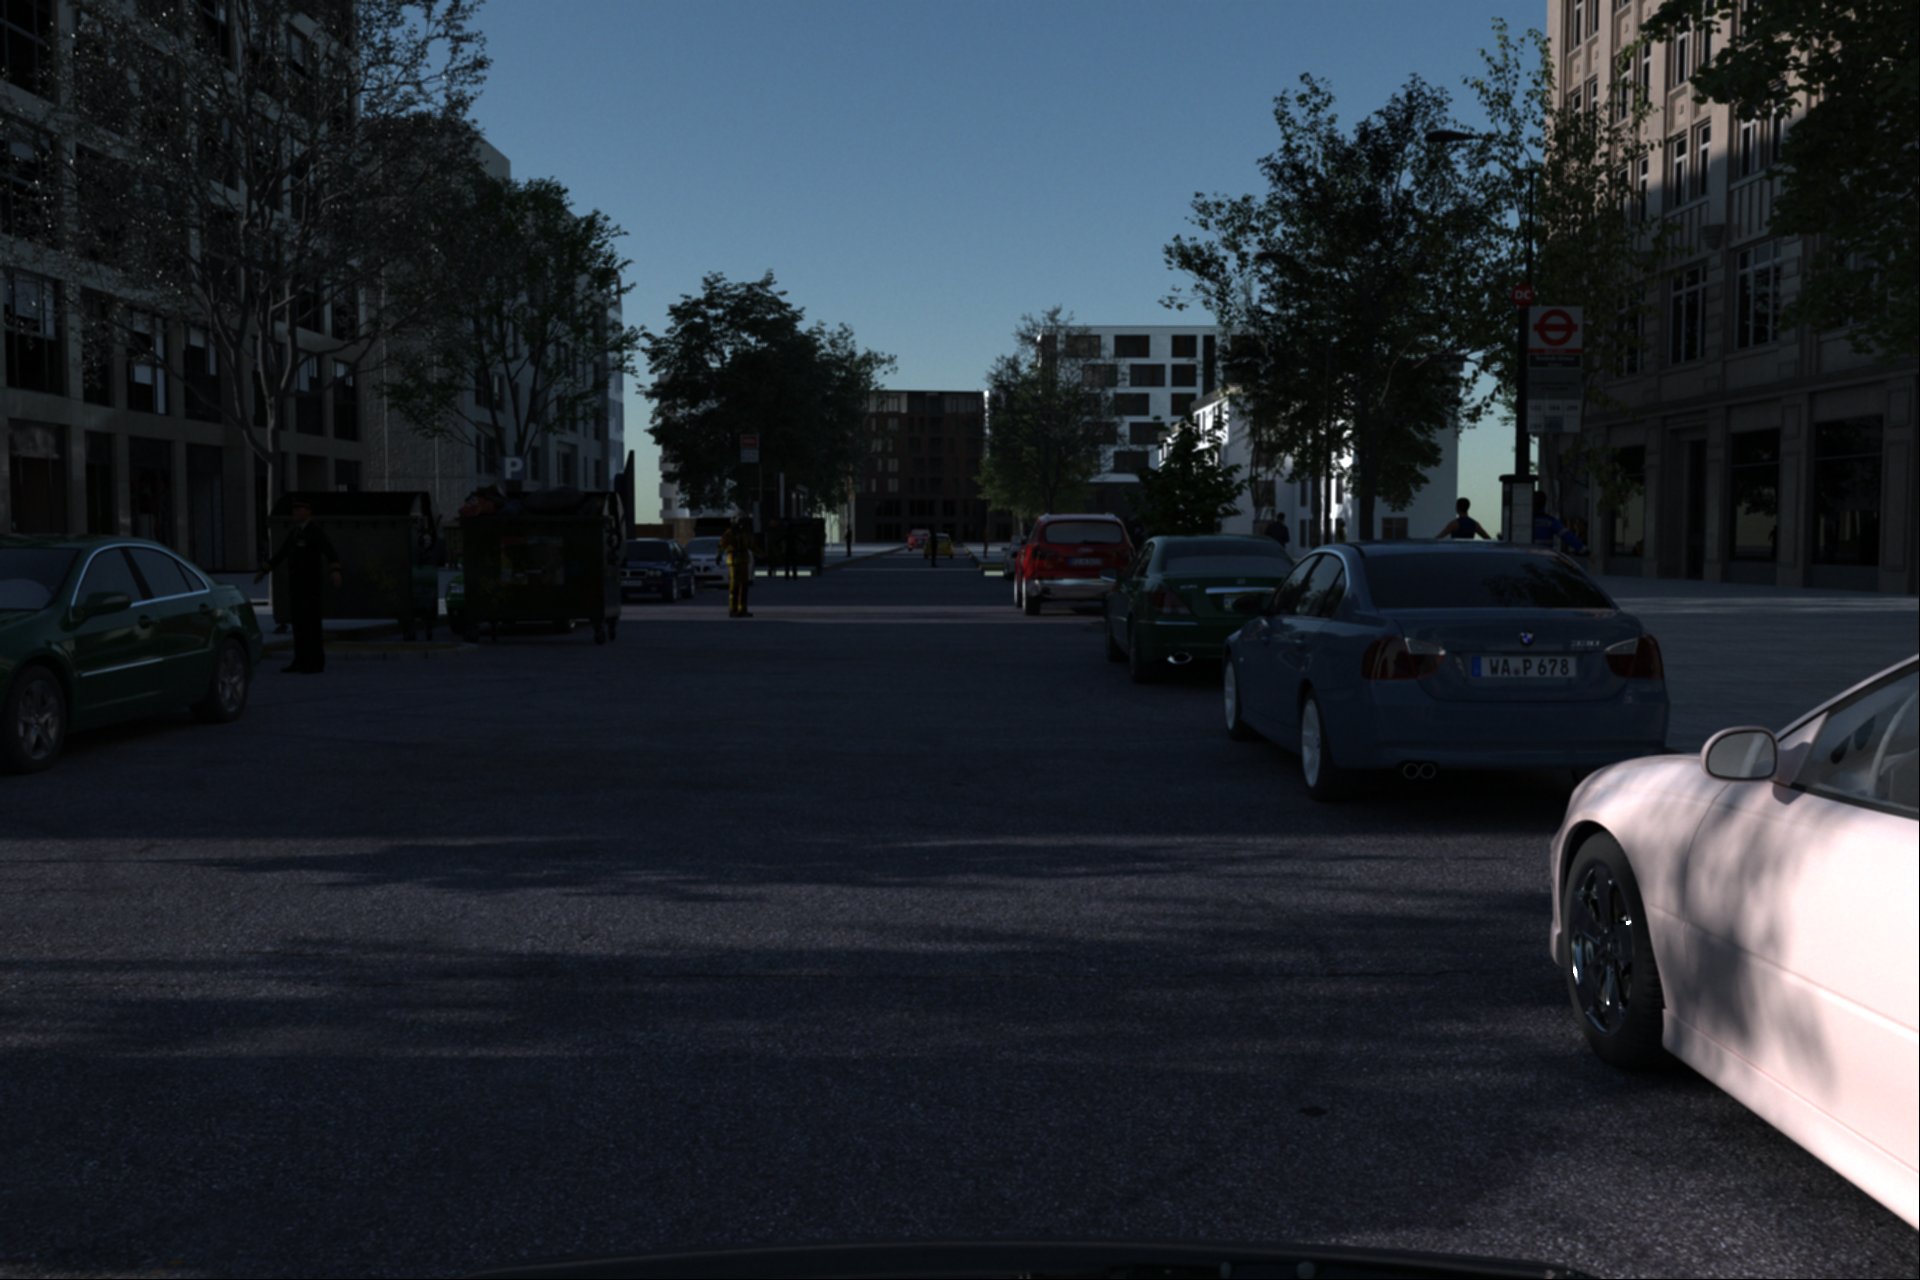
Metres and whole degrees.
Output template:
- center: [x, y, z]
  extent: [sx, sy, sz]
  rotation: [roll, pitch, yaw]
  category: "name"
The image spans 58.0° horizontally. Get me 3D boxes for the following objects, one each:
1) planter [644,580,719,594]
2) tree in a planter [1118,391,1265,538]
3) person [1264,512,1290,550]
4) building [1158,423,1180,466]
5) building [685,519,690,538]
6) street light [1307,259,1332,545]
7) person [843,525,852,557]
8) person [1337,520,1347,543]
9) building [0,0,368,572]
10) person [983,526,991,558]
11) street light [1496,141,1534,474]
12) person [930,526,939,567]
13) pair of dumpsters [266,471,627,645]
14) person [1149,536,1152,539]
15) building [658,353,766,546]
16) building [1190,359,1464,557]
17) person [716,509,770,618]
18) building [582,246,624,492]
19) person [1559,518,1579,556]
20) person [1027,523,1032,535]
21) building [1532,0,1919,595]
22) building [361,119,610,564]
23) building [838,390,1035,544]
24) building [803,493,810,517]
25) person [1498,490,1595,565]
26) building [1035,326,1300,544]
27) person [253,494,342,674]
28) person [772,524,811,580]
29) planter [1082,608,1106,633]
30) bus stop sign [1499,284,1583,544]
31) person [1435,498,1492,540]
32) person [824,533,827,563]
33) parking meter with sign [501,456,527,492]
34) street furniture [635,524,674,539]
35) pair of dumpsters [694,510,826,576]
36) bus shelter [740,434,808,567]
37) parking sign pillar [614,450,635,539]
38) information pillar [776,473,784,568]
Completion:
- center: [-6.967, -1.298, 42.361]
  extent: [1.991, 0.319, 1.994]
  rotation: [0, 3, 0]
  category: "planter"
- center: [2.863, -1.500, 21.741]
  extent: [1.991, 3.239, 1.994]
  rotation: [0, 4, 0]
  category: "tree in a planter"
- center: [7.132, -1.998, 39.152]
  extent: [0.683, 1.767, 0.568]
  rotation: [1, 4, 22]
  category: "person"
- center: [21.028, -11.493, 130.057]
  extent: [9.099, 9.664, 28.070]
  rotation: [0, 4, 0]
  category: "building"
- center: [-27.252, -20.896, 198.072]
  extent: [16.016, 20.090, 11.380]
  rotation: [0, 4, 1]
  category: "building"
- center: [6.623, -3.430, 28.622]
  extent: [1.470, 5.913, 1.316]
  rotation: [0, 4, -1]
  category: "street light"
- center: [-6.243, -5.532, 96.675]
  extent: [0.704, 1.802, 1.346]
  rotation: [1, 4, 11]
  category: "person"
- center: [15.153, -3.833, 68.636]
  extent: [0.705, 1.833, 1.349]
  rotation: [1, 4, 17]
  category: "person"
- center: [-32.681, -15.106, 50.189]
  extent: [19.350, 26.588, 34.151]
  rotation: [0, 4, 0]
  category: "building"
- center: [1.452, -5.218, 92.116]
  extent: [0.721, 1.733, 1.217]
  rotation: [-1, 4, -13]
  category: "person"
- center: [7.126, -2.909, 20.096]
  extent: [1.470, 5.913, 1.316]
  rotation: [0, 4, -1]
  category: "street light"
- center: [-1.098, -4.075, 75.307]
  extent: [0.704, 1.802, 1.346]
  rotation: [0, 4, -6]
  category: "person"
- center: [-6.692, -1.087, 22.730]
  extent: [4.436, 2.255, 1.574]
  rotation: [0, 3, 0]
  category: "pair of dumpsters"
- center: [4.491, -1.934, 38.400]
  extent: [0.721, 1.737, 1.214]
  rotation: [2, 4, 30]
  category: "person"
- center: [-25.436, -19.885, 181.544]
  extent: [16.016, 20.090, 11.380]
  rotation: [0, 4, 0]
  category: "building"
- center: [19.412, -9.476, 97.079]
  extent: [9.099, 9.664, 28.070]
  rotation: [0, 4, -1]
  category: "building"
- center: [-3.783, -1.318, 29.777]
  extent: [0.705, 1.858, 1.354]
  rotation: [2, 4, 33]
  category: "person"
- center: [-29.289, -15.693, 113.005]
  extent: [16.016, 20.090, 11.380]
  rotation: [0, 4, -1]
  category: "building"
- center: [16.818, -2.518, 48.015]
  extent: [0.742, 1.727, 0.445]
  rotation: [3, 5, 41]
  category: "person"
- center: [3.470, -4.827, 85.041]
  extent: [0.704, 1.817, 1.347]
  rotation: [0, 4, 7]
  category: "person"
- center: [24.445, -14.396, 47.395]
  extent: [10.469, 25.551, 25.511]
  rotation: [0, 4, 0]
  category: "building"
- center: [-29.673, -13.654, 89.697]
  extent: [16.747, 18.905, 31.486]
  rotation: [0, 4, 0]
  category: "building"
- center: [-0.582, -25.076, 256.419]
  extent: [32.646, 21.610, 27.936]
  rotation: [-1, 4, -10]
  category: "building"
- center: [-24.012, -17.372, 226.176]
  extent: [9.099, 9.664, 28.070]
  rotation: [0, 4, -1]
  category: "building"
- center: [7.285, -0.970, 21.828]
  extent: [1.345, 1.831, 0.704]
  rotation: [2, 4, 31]
  category: "person"
- center: [21.928, -20.951, 186.525]
  extent: [27.936, 21.610, 32.646]
  rotation: [0, 4, 0]
  category: "building"
- center: [-6.789, -0.581, 17.887]
  extent: [1.347, 1.837, 0.705]
  rotation: [2, 4, 33]
  category: "person"
- center: [-5.245, -2.735, 53.894]
  extent: [1.216, 1.740, 0.721]
  rotation: [0, 4, 6]
  category: "person"
- center: [2.841, -0.296, 25.986]
  extent: [1.991, 0.319, 1.994]
  rotation: [0, 4, 1]
  category: "planter"
- center: [6.210, -1.826, 18.561]
  extent: [0.855, 3.939, 0.416]
  rotation: [0, 4, -1]
  category: "bus stop sign"
- center: [7.288, -1.164, 25.206]
  extent: [1.345, 1.807, 0.704]
  rotation: [-1, 4, -17]
  category: "person"
- center: [-6.320, -4.382, 78.110]
  extent: [0.721, 1.772, 1.216]
  rotation: [-2, 4, -30]
  category: "person"
- center: [-9.922, -2.641, 39.437]
  extent: [0.543, 3.016, 1.738]
  rotation: [0, 4, 0]
  category: "parking meter with sign"
- center: [-15.739, -4.411, 78.967]
  extent: [9.812, 1.723, 11.010]
  rotation: [-3, 5, -40]
  category: "street furniture"
- center: [-6.815, -3.307, 59.018]
  extent: [4.436, 2.255, 1.574]
  rotation: [0, 3, 0]
  category: "pair of dumpsters"
- center: [-7.763, -5.794, 72.363]
  extent: [2.179, 5.291, 8.768]
  rotation: [0, 4, -1]
  category: "bus shelter"
- center: [-10.647, -4.070, 55.016]
  extent: [1.447, 3.967, 1.447]
  rotation: [0, 4, 0]
  category: "parking sign pillar"
- center: [-6.932, -4.615, 66.767]
  extent: [0.184, 3.620, 1.656]
  rotation: [0, 4, -1]
  category: "information pillar"
